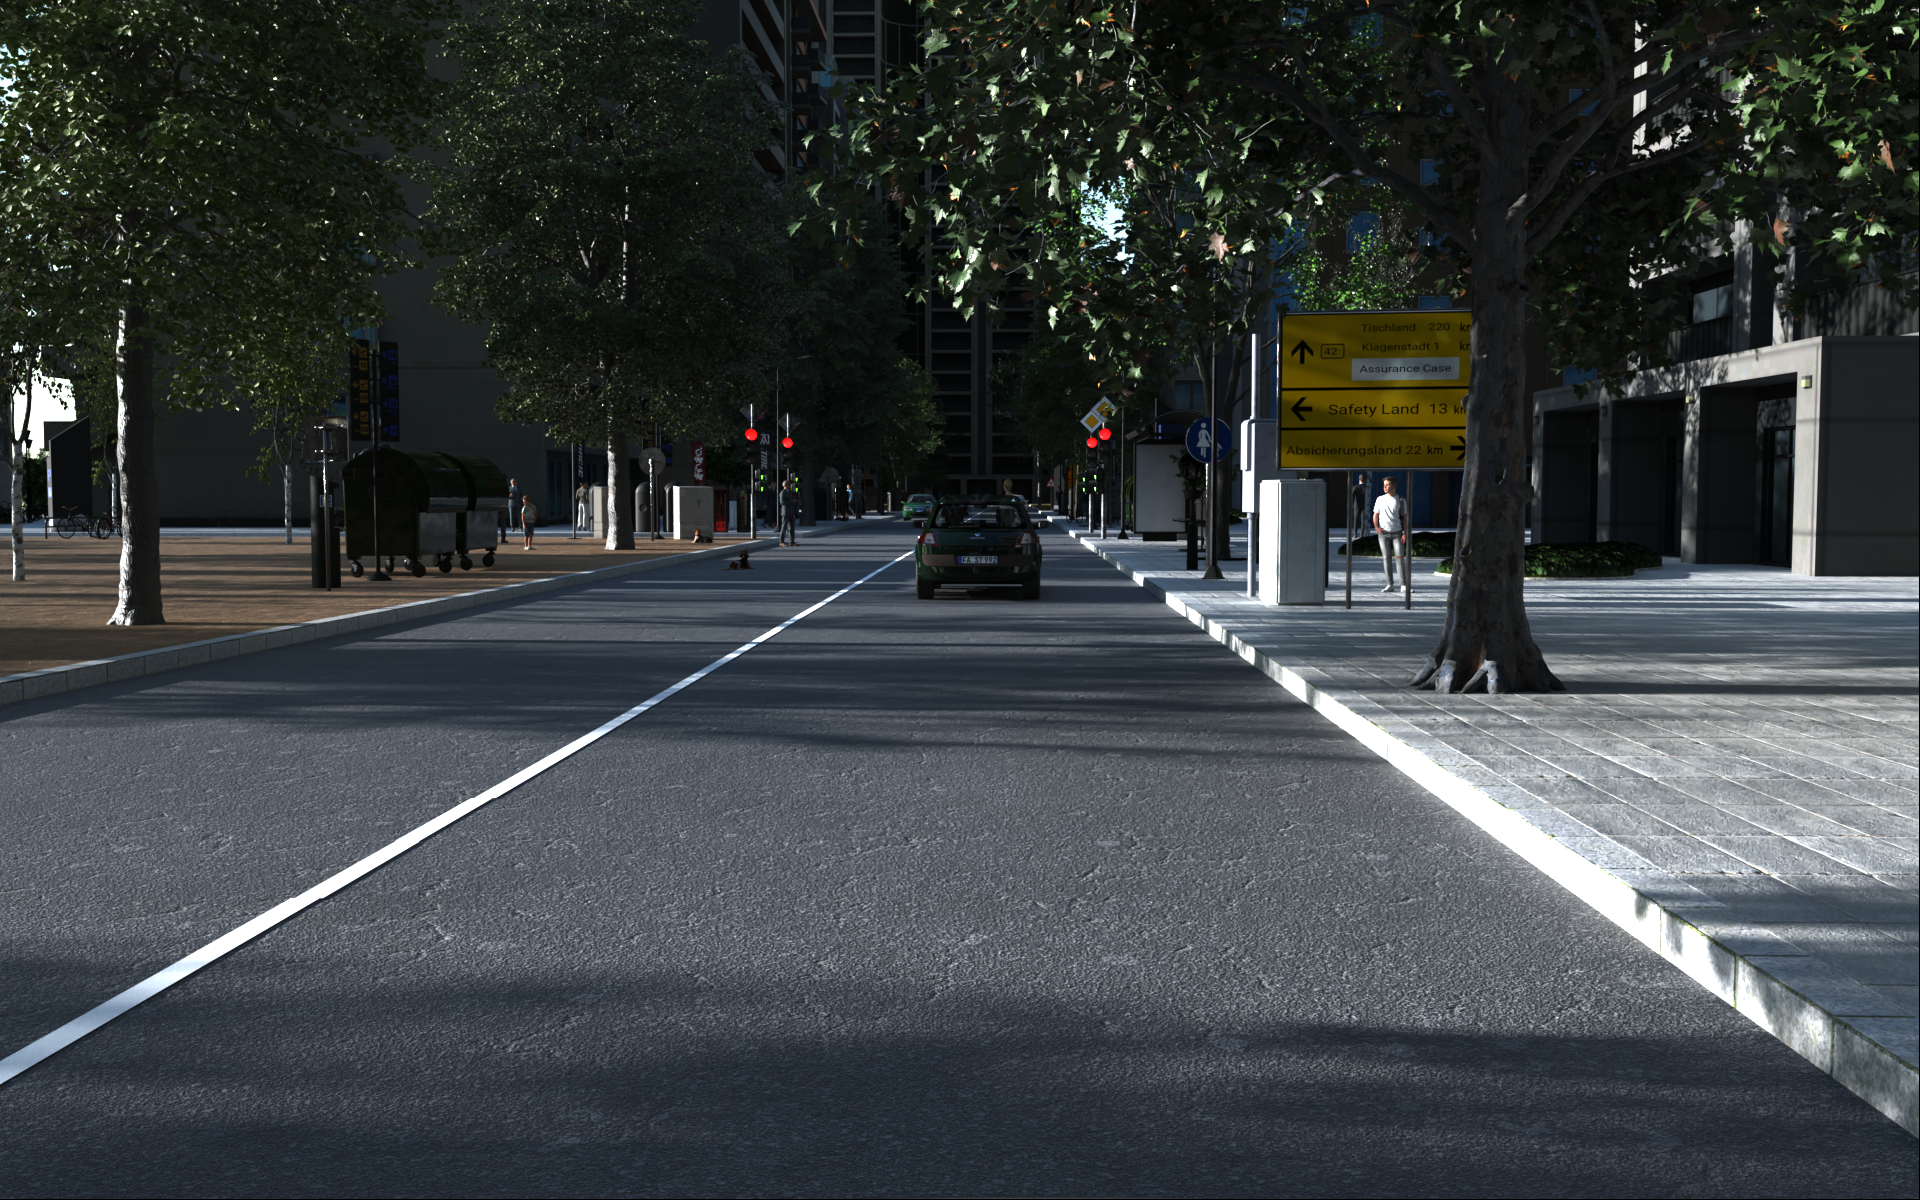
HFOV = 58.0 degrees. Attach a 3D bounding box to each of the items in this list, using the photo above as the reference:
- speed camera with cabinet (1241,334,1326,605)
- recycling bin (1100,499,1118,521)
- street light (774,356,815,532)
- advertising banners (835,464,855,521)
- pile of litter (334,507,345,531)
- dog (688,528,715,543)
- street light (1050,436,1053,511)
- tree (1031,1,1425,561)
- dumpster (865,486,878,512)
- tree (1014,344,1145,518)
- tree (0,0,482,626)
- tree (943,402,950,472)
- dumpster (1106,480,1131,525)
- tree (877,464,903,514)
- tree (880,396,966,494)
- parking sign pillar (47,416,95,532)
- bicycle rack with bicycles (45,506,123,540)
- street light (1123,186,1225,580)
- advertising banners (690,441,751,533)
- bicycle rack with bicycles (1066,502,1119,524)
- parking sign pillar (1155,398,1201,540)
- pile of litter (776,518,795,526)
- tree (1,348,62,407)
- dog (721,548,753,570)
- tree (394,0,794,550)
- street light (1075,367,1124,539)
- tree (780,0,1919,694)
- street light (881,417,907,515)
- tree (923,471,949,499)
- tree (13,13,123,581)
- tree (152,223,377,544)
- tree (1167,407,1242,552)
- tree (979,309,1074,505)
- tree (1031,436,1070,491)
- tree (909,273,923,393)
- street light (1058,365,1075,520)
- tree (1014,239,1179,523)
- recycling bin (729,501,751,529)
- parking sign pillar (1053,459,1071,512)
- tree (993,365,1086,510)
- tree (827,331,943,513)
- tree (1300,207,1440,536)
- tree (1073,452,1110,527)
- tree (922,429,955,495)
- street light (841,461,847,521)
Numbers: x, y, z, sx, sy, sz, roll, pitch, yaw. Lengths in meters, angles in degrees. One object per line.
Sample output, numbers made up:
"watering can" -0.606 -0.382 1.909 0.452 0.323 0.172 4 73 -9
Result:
"speed camera with cabinet" 3.880 -1.620 20.819 0.660 3.252 2.038 0 4 -3
"recycling bin" 7.138 -4.289 82.679 0.722 1.027 0.722 1 4 20
"street light" -5.575 -5.247 58.332 1.470 5.913 1.316 0 4 2
"advertising banners" -5.565 -5.397 84.421 0.090 3.025 2.074 2 4 25
"pile of litter" -21.323 -2.791 59.591 1.719 0.858 1.176 -1 4 -12
"dog" -6.728 -1.675 45.129 0.550 0.427 0.748 -2 4 -30
"street light" 5.044 -6.942 86.041 1.470 5.913 1.316 0 4 2
"tree" 4.973 -6.563 33.067 9.928 11.665 9.643 0 3 0
"dumpster" -6.309 -7.324 125.511 1.264 1.857 1.865 0 4 2
"tree" 6.537 -9.647 92.144 7.601 10.594 8.767 -1 4 -15
"tree" -8.264 -6.058 17.172 7.486 12.596 7.792 0 3 0
"tree" -4.237 -15.486 171.321 7.486 12.596 7.792 0 3 0
"dumpster" 6.659 -4.036 71.743 1.264 1.857 1.865 0 4 2
"tree" -4.724 -7.115 110.929 1.663 3.219 1.824 0 3 0
"tree" -3.937 -13.722 158.770 8.767 10.594 7.601 -2 4 -32
"parking sign pillar" -30.455 -4.327 59.223 1.447 3.967 1.447 3 5 43
"bicycle rack with bicycles" -24.834 -2.249 50.149 2.852 0.926 2.925 1 4 15
"street light" 3.286 -3.270 26.000 1.470 5.913 1.316 0 4 2
"advertising banners" -7.895 -3.739 57.328 2.074 3.025 0.090 0 4 -1
"bicycle rack with bicycles" 6.123 -3.764 74.919 2.852 0.926 2.925 -1 4 -16
"parking sign pillar" 6.147 -3.679 48.617 1.447 3.967 1.447 0 4 -5
"pile of litter" -7.341 -3.495 71.102 1.176 0.858 1.719 1 4 19
"tree" -36.313 -6.890 63.012 4.737 8.622 4.395 0 3 0
"dog" -4.257 -0.782 32.975 0.748 0.427 0.550 -1 4 -21
"tree" -7.784 -8.139 39.731 9.857 13.997 8.962 0 3 0
"street light" 4.096 -4.683 49.110 1.470 5.913 1.316 0 4 2
"tree" 3.633 -5.759 11.163 9.611 12.733 9.660 0 3 0
"street light" -4.113 -8.074 104.556 1.470 5.913 1.316 0 4 2
"tree" -2.711 -12.864 194.031 4.285 4.588 4.351 0 3 0
"tree" -14.071 -4.605 25.661 4.360 8.622 3.978 0 3 0
"tree" -17.190 -5.758 44.503 4.737 8.622 4.395 0 3 0
"tree" 5.391 -2.683 38.461 1.663 3.219 1.824 0 3 0
"tree" 8.516 -19.498 174.688 12.611 20.169 13.585 0 3 0
"tree" 8.949 -12.845 160.383 4.737 8.622 4.395 0 3 0
"tree" -6.054 -9.942 69.205 9.857 13.997 8.962 0 3 0
"street light" 4.327 -5.511 62.646 1.470 5.913 1.316 0 4 2
"tree" 6.121 -9.749 77.520 7.486 12.596 7.792 0 3 0
"recycling bin" -7.980 -3.119 63.550 0.722 1.027 0.722 -3 5 -39
"parking sign pillar" 7.451 -8.352 125.025 1.447 3.967 1.447 2 4 28
"tree" 7.587 -14.139 141.537 12.009 13.543 11.850 0 3 0
"tree" -5.927 -12.275 118.817 7.486 12.596 7.792 0 3 0
"tree" 10.248 -5.706 43.649 4.360 8.622 3.978 0 3 0
"tree" 5.090 -4.508 68.307 1.663 3.219 1.824 0 3 0
"tree" -2.791 -14.029 179.737 4.360 8.622 3.978 0 3 0
"street light" -4.926 -6.661 81.447 1.470 5.913 1.316 0 4 2
